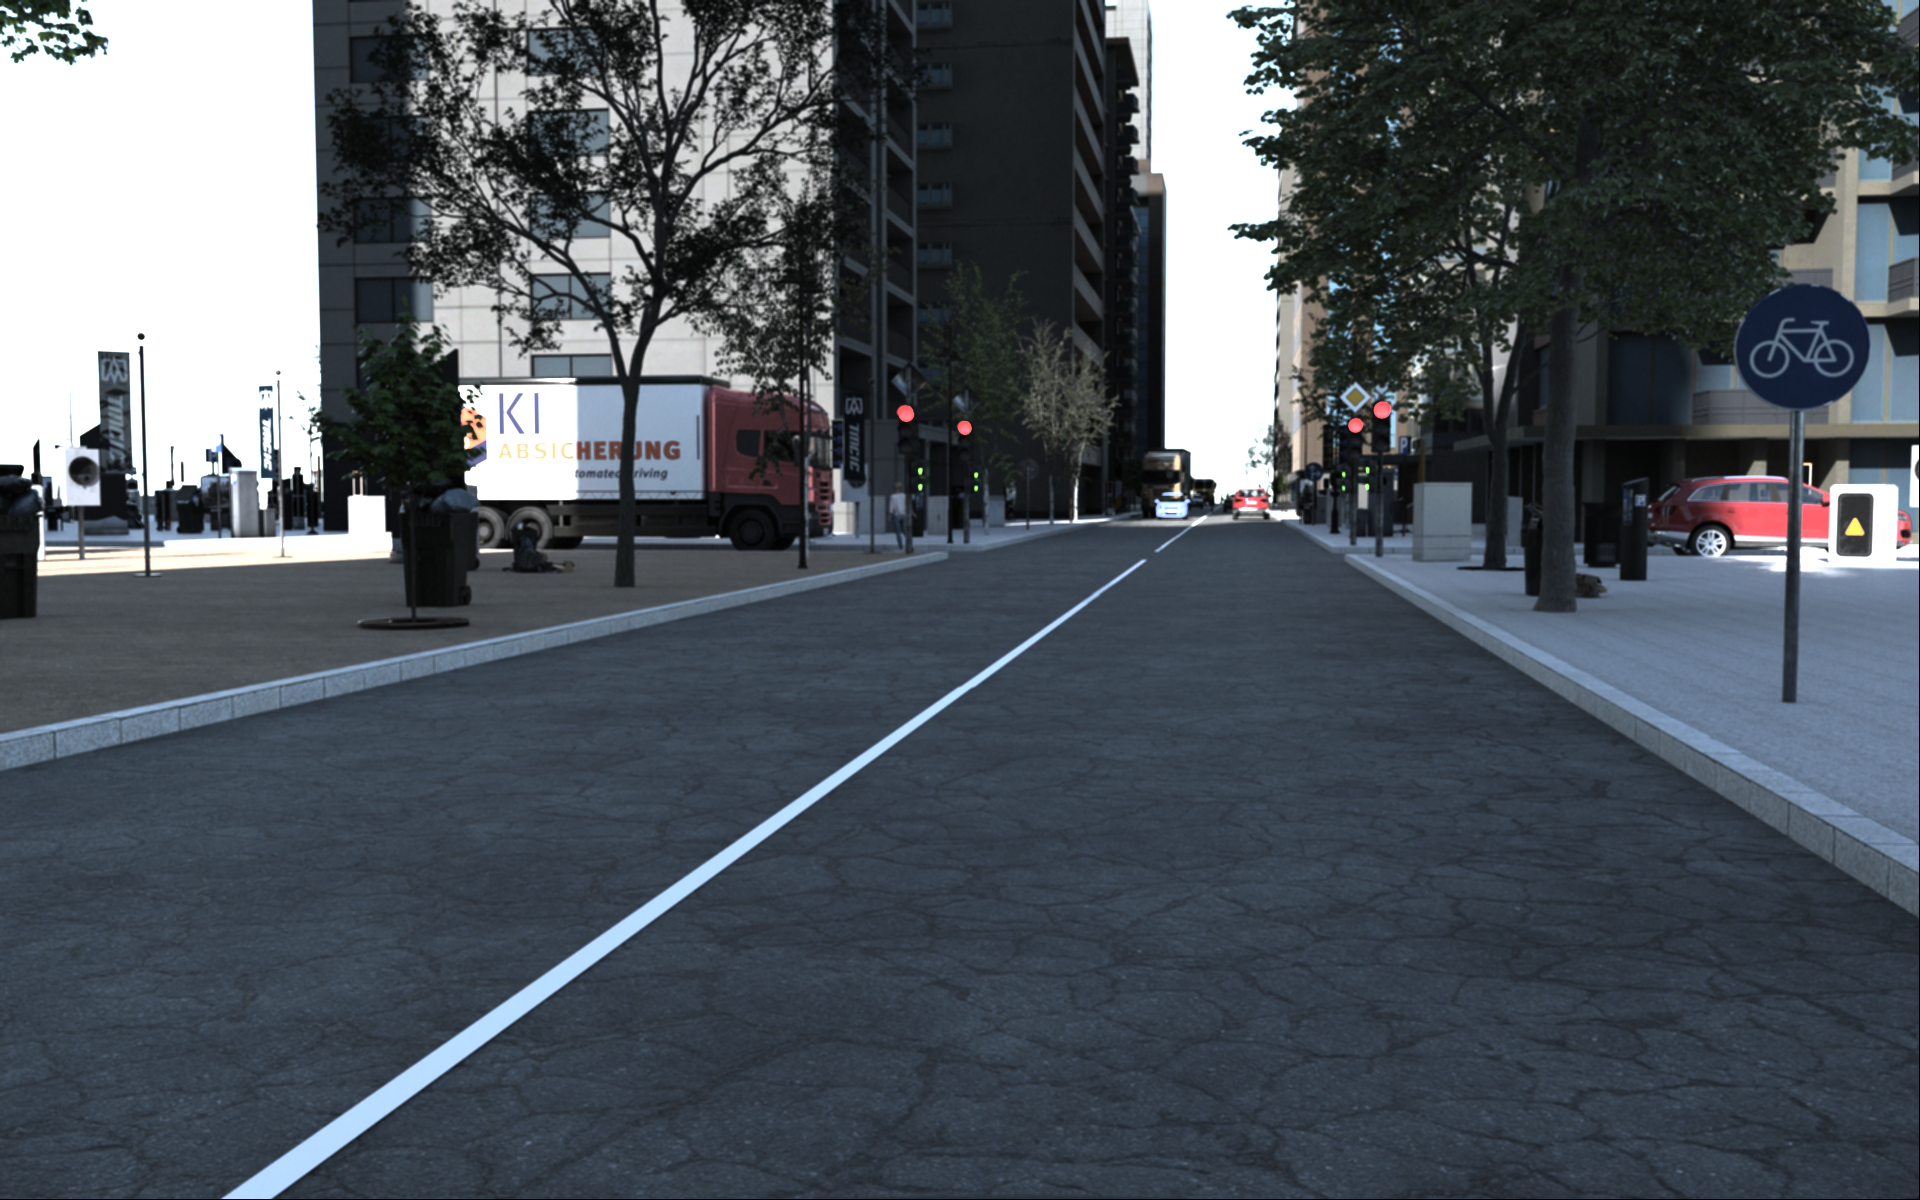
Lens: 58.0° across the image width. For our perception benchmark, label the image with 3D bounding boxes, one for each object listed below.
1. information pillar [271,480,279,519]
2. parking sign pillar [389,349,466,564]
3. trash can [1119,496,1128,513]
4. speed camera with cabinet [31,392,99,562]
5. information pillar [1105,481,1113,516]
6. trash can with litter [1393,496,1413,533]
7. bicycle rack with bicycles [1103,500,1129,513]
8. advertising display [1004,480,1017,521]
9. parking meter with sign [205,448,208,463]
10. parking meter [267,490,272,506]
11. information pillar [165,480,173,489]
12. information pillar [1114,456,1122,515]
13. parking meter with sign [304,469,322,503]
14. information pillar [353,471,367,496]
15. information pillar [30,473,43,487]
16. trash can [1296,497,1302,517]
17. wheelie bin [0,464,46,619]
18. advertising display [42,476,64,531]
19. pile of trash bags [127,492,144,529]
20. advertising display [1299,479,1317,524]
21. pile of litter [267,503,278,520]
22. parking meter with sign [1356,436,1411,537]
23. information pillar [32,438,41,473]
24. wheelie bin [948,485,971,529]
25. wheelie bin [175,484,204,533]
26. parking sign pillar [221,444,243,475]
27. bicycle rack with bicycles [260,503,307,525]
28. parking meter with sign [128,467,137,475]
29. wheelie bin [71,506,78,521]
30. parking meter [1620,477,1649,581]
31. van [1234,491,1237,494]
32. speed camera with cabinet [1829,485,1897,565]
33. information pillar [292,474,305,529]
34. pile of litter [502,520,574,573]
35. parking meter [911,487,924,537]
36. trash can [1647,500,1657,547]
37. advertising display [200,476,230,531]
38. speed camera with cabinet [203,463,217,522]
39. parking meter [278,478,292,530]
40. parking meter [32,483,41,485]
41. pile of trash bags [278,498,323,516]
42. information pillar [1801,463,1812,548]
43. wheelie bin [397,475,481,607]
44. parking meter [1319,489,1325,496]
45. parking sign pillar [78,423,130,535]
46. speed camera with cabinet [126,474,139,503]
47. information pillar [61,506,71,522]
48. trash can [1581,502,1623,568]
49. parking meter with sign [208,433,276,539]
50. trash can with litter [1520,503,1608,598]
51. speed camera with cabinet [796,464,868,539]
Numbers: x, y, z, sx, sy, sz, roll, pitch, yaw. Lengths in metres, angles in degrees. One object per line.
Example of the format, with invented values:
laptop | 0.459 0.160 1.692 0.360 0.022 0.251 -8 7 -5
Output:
information pillar | -35.215 -5.170 89.014 0.304 2.012 0.304 -2 4 -28
parking sign pillar | -9.967 -2.689 32.431 1.447 3.967 1.447 0 4 4
trash can | 10.993 -6.439 116.930 0.748 1.137 0.748 0 3 0
speed camera with cabinet | -17.467 -2.356 32.856 0.660 3.252 2.038 3 4 38
information pillar | 8.820 -6.059 103.550 0.304 2.012 0.304 0 4 7
trash can with litter | 14.868 -2.816 57.094 2.233 1.210 1.678 1 4 10
bicycle rack with bicycles | 10.097 -6.182 114.455 2.852 0.926 2.925 0 4 7
advertising display | 2.363 -4.679 81.715 0.123 1.923 0.974 2 4 33
parking meter with sign | -27.682 -4.228 65.391 1.738 3.016 0.543 2 4 31
parking meter | -39.910 -5.615 100.214 0.372 1.533 0.369 0 3 0
information pillar | -42.210 -5.383 92.500 0.304 2.012 0.304 0 4 -6
information pillar | 9.805 -7.091 107.290 0.183 3.616 0.504 -3 5 -40
parking meter with sign | -46.003 -7.713 122.363 1.738 3.016 0.543 -1 4 -23
information pillar | -19.315 -3.137 55.783 0.304 2.012 0.304 1 4 10
information pillar | -31.510 -3.342 59.136 0.304 2.012 0.304 -1 4 -14
trash can | 19.275 -5.269 97.803 0.748 1.137 0.748 0 3 0
wheelie bin | -9.939 -0.613 17.933 0.693 1.594 0.980 2 4 27
advertising display | -31.779 -3.388 60.612 0.974 1.923 0.123 1 4 21
pile of trash bags | -31.409 -3.358 64.660 1.912 1.369 3.447 -1 4 -19
advertising display | 14.749 -4.175 73.476 0.123 1.923 0.974 -2 4 -32
pile of litter | -33.863 -4.318 84.572 1.176 0.858 1.719 0 4 -5
parking meter with sign | 12.623 -3.412 52.043 1.738 3.016 0.543 -1 4 -17
information pillar | -38.376 -4.936 72.064 0.183 3.616 0.504 0 4 1
wheelie bin | -0.032 -3.400 63.494 0.980 1.594 0.693 2 4 35
wheelie bin | -25.151 -2.975 56.547 0.980 1.594 0.693 1 4 18
parking sign pillar | -38.436 -6.305 91.564 1.447 3.967 1.447 1 4 13
bicycle rack with bicycles | -28.784 -3.610 72.402 2.852 0.926 2.925 1 4 19
parking meter with sign | -52.688 -6.968 110.192 0.543 3.016 1.738 -2 4 -29
wheelie bin | -42.621 -4.640 83.772 0.693 1.594 0.980 -3 5 -43
parking meter | 10.034 -1.062 25.774 0.372 1.533 0.369 0 3 0
van | 41.414 -15.309 257.314 2.013 2.044 4.112 1 4 9
speed camera with cabinet | 16.949 -2.266 31.388 0.660 3.252 2.038 -3 5 -42
information pillar | -24.015 -3.570 62.859 0.304 2.012 0.304 2 4 26
pile of litter | -7.007 -0.907 28.797 1.176 0.858 1.719 -1 4 -16
parking meter | -1.278 -2.642 51.603 0.372 1.533 0.369 0 3 0
trash can | 16.596 -1.856 41.997 0.748 1.137 0.748 0 3 0
advertising display | -26.173 -3.405 60.882 0.974 1.923 0.123 -2 4 -28
speed camera with cabinet | -34.167 -5.172 78.893 0.660 3.252 2.038 -1 4 -22
parking meter | -24.028 -3.423 61.674 0.255 1.863 0.399 3 4 38
parking meter | -20.732 -1.853 38.701 0.372 1.533 0.369 0 3 0
pile of trash bags | -44.575 -6.524 116.419 1.912 1.369 3.447 1 4 21
information pillar | 20.236 -2.271 41.629 0.304 2.012 0.304 1 4 11
wheelie bin | -5.982 -0.728 19.817 0.980 1.594 0.693 0 4 4
parking meter | 17.489 -4.598 83.588 0.372 1.533 0.369 0 3 0
parking sign pillar | -26.929 -4.031 54.378 1.447 3.967 1.447 -3 4 -37
speed camera with cabinet | -49.046 -6.525 101.017 2.038 3.252 0.660 -2 4 -28
information pillar | -41.405 -4.626 80.130 0.304 2.012 0.304 2 4 32
trash can | 11.262 -1.144 30.354 0.748 1.137 0.748 0 3 0
parking meter with sign | -20.789 -3.307 50.335 0.543 3.016 1.738 2 4 34
trash can with litter | 7.603 -0.635 21.776 1.055 1.170 0.624 3 5 39
speed camera with cabinet | -3.696 -3.388 49.730 2.038 3.252 0.660 -1 4 -20
